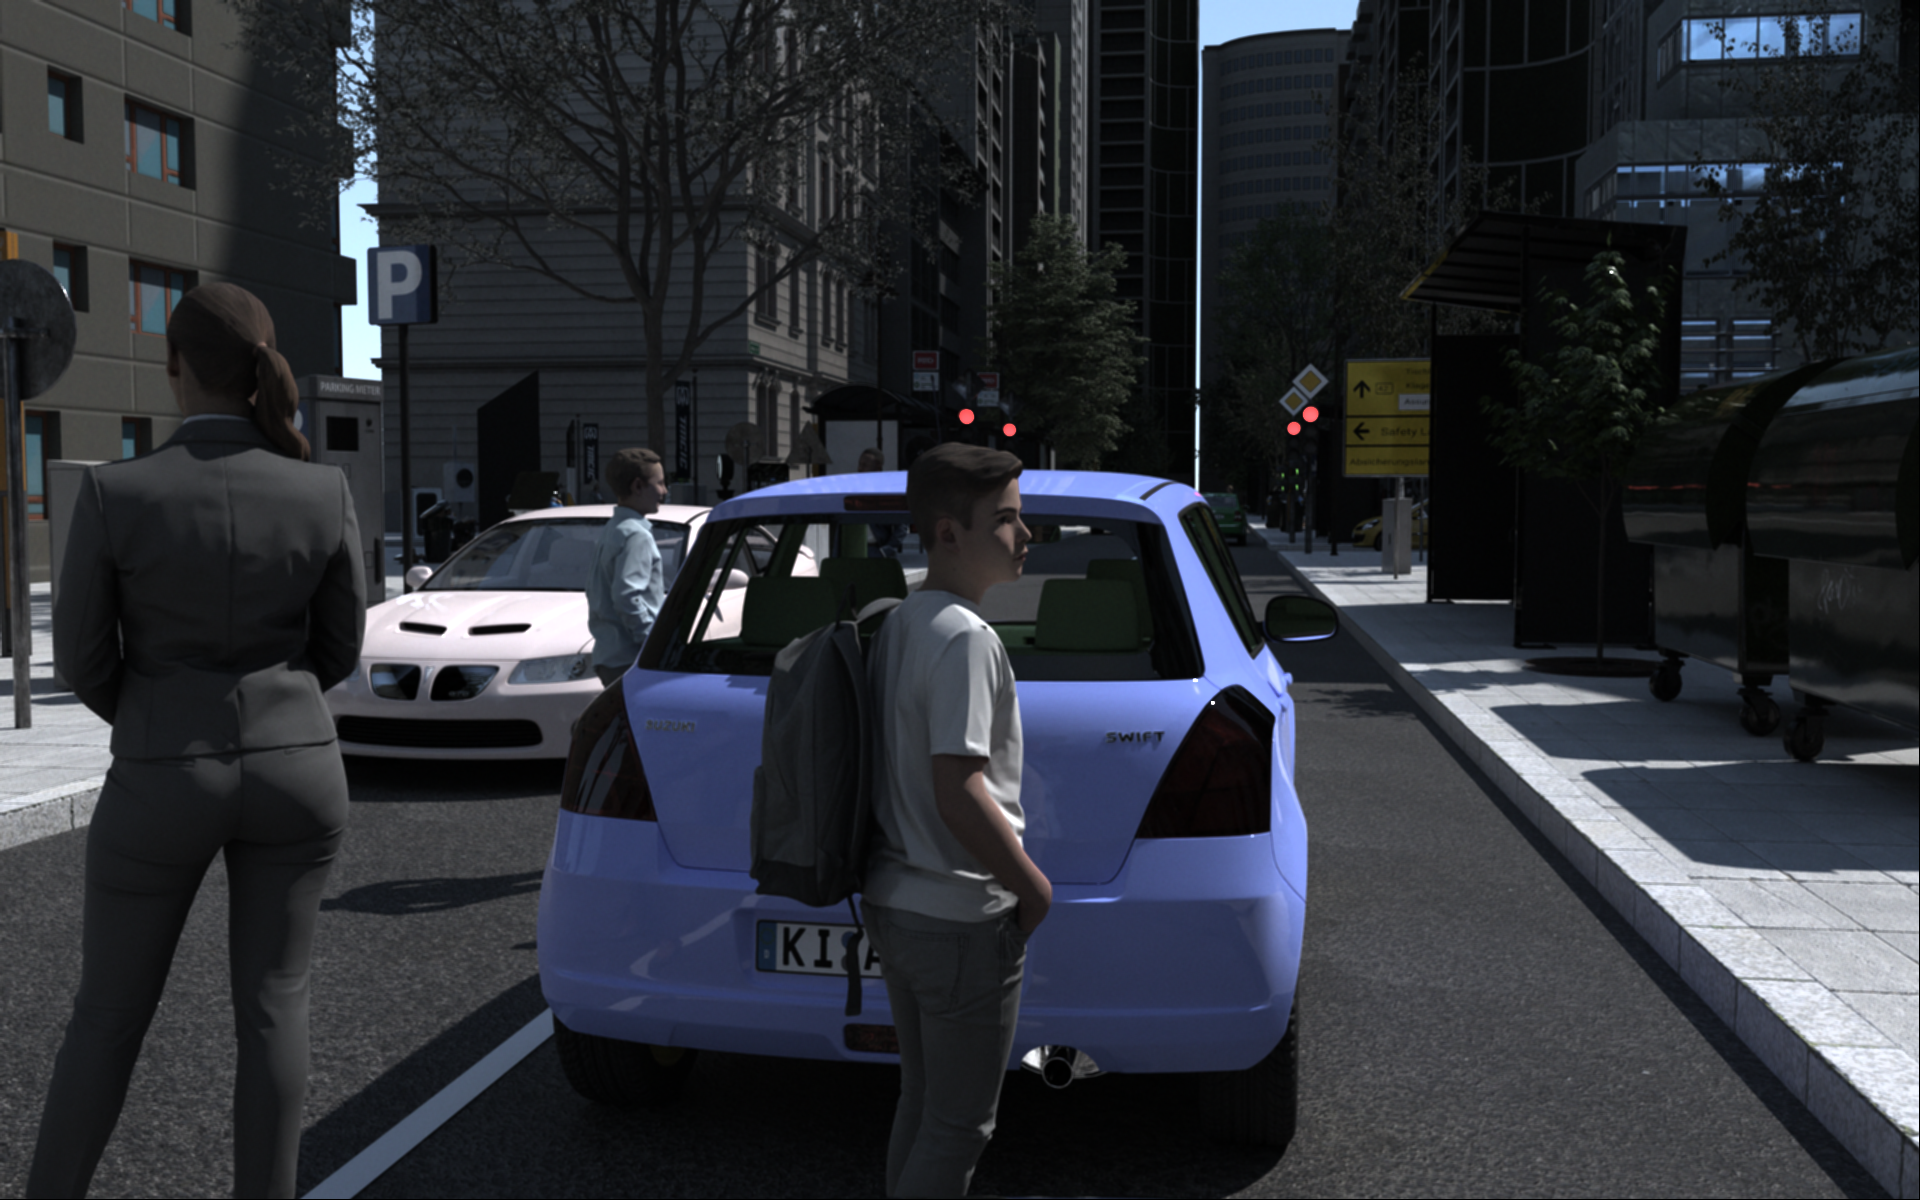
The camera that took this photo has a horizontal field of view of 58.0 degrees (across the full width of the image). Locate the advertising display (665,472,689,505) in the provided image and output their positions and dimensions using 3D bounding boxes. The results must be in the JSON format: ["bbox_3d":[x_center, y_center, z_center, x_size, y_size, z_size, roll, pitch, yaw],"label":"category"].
[{"bbox_3d":[-8.376,-2.783,50.711,0.974,1.923,0.123,-3,5,-40],"label":"advertising display"}]

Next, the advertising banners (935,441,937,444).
[{"bbox_3d":[-1.495,-3.685,56.436,2.074,3.025,0.090,-3,5,-44],"label":"advertising banners"}]

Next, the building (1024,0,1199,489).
[{"bbox_3d":[19.830,-47.872,220.957,20.611,71.187,20.563,1,4,8],"label":"building"}]

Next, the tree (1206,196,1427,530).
[{"bbox_3d":[12.498,-8.310,61.631,9.928,11.665,9.643,0,3,0],"label":"tree"}]

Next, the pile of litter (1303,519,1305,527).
[{"bbox_3d":[13.183,-3.254,67.168,1.719,0.858,1.176,0,4,1],"label":"pile of litter"}]

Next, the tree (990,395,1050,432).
[{"bbox_3d":[3.570,-9.136,99.738,4.360,8.622,3.978,0,3,0],"label":"tree"}]

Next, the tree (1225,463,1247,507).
[{"bbox_3d":[27.757,-11.398,170.071,4.285,4.588,4.351,0,3,0],"label":"tree"}]

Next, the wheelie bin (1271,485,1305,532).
[{"bbox_3d":[11.190,-3.085,58.348,0.980,1.594,0.693,3,4,38],"label":"wheelie bin"}]

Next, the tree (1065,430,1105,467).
[{"bbox_3d":[7.806,-10.137,116.105,4.360,8.622,3.978,0,3,0],"label":"tree"}]

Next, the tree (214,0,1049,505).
[{"bbox_3d":[-3.767,-6.806,21.652,12.009,13.543,11.850,0,3,0],"label":"tree"}]

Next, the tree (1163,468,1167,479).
[{"bbox_3d":[17.505,-10.825,160.699,4.285,4.588,4.351,0,3,0],"label":"tree"}]

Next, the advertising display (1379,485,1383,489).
[{"bbox_3d":[28.498,-6.861,117.397,0.123,1.923,0.974,2,4,28],"label":"advertising display"}]

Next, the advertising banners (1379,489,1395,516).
[{"bbox_3d":[12.560,-3.374,51.354,0.090,3.025,2.074,3,5,44],"label":"advertising banners"}]

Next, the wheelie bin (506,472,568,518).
[{"bbox_3d":[-5.948,-1.008,24.396,0.980,1.594,0.693,1,4,17],"label":"wheelie bin"}]

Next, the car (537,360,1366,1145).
[{"bbox_3d":[0.165,0.267,5.226,1.945,1.707,3.694,1,4,10],"label":"car"}]

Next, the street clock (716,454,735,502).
[{"bbox_3d":[-4.242,-1.637,31.327,0.358,2.002,0.471,-1,4,-20],"label":"street clock"}]

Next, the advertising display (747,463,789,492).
[{"bbox_3d":[-3.959,-1.871,35.810,0.974,1.923,0.123,-3,5,-40],"label":"advertising display"}]

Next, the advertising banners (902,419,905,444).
[{"bbox_3d":[-2.055,-2.580,38.371,2.074,3.025,0.090,2,4,34],"label":"advertising banners"}]

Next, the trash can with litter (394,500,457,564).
[{"bbox_3d":[-9.902,-1.265,32.076,1.055,1.170,0.624,-2,4,-35],"label":"trash can with litter"}]

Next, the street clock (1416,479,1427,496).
[{"bbox_3d":[21.868,-4.745,82.153,0.471,2.002,0.358,0,4,1],"label":"street clock"}]

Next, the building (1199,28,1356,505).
[{"bbox_3d":[44.489,-41.366,218.332,28.212,58.520,21.231,1,4,8],"label":"building"}]

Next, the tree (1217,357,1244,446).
[{"bbox_3d":[12.862,-7.390,71.195,4.360,8.622,3.978,0,3,0],"label":"tree"}]

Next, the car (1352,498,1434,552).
[{"bbox_3d":[11.334,-1.883,41.014,3.980,1.641,2.015,1,4,9],"label":"car"}]

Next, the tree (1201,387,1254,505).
[{"bbox_3d":[31.600,-17.605,194.496,9.857,13.997,8.962,0,3,0],"label":"tree"}]

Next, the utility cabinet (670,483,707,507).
[{"bbox_3d":[-5.635,-1.677,36.097,0.318,1.500,1.173,1,4,15],"label":"utility cabinet"}]

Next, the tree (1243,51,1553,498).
[{"bbox_3d":[7.621,-4.826,29.267,4.360,8.622,3.978,0,3,0],"label":"tree"}]

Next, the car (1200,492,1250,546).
[{"bbox_3d":[7.256,-2.476,49.279,1.959,1.807,4.718,1,4,9],"label":"car"}]

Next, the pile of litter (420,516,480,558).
[{"bbox_3d":[-9.905,-1.231,34.096,1.719,0.858,1.176,3,5,43],"label":"pile of litter"}]

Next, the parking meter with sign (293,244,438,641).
[{"bbox_3d":[-4.235,-0.932,11.500,0.543,3.016,1.738,1,4,22],"label":"parking meter with sign"}]

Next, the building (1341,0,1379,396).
[{"bbox_3d":[45.928,-32.675,153.845,23.786,49.044,30.456,1,4,8],"label":"building"}]

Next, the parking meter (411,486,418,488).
[{"bbox_3d":[-16.506,-2.693,52.439,0.372,1.533,0.369,0,3,0],"label":"parking meter"}]

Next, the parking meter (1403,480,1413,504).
[{"bbox_3d":[18.075,-3.932,70.004,0.399,1.863,0.255,0,4,-8],"label":"parking meter"}]

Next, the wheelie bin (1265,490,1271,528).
[{"bbox_3d":[11.895,-3.495,65.055,0.693,1.594,0.980,2,4,34],"label":"wheelie bin"}]

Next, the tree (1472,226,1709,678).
[{"bbox_3d":[4.781,-1.099,12.572,1.663,3.219,1.824,0,3,0],"label":"tree"}]

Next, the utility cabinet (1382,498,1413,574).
[{"bbox_3d":[7.082,-1.037,28.122,0.306,1.237,1.020,0,4,3],"label":"utility cabinet"}]

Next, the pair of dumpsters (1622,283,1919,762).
[{"bbox_3d":[4.610,-0.374,8.607,1.574,2.255,4.437,1,4,8],"label":"pair of dumpsters"}]

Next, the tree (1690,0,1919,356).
[{"bbox_3d":[12.272,-4.522,24.301,4.360,8.622,3.978,0,3,0],"label":"tree"}]

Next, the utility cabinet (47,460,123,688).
[{"bbox_3d":[-5.643,-0.190,11.779,0.318,1.500,1.173,1,4,10],"label":"utility cabinet"}]

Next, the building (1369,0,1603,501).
[{"bbox_3d":[40.058,-42.203,128.272,20.563,71.187,20.611,1,4,8],"label":"building"}]

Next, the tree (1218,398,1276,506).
[{"bbox_3d":[29.876,-15.868,177.563,7.486,12.596,7.792,0,3,0],"label":"tree"}]

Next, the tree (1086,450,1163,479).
[{"bbox_3d":[9.105,-7.267,102.523,4.285,4.588,4.351,0,3,0],"label":"tree"}]

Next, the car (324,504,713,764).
[{"bbox_3d":[-2.133,0.111,10.555,2.083,1.381,4.827,1,4,10],"label":"car"}]

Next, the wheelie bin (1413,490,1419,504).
[{"bbox_3d":[22.432,-4.782,86.095,0.693,1.594,0.980,1,4,10],"label":"wheelie bin"}]

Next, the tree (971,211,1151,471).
[{"bbox_3d":[3.943,-9.323,70.558,7.486,12.596,7.792,0,3,0],"label":"tree"}]

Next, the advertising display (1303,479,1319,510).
[{"bbox_3d":[14.981,-4.214,74.108,0.974,1.923,0.123,-1,4,-22],"label":"advertising display"}]

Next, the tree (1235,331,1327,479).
[{"bbox_3d":[14.681,-7.779,77.545,4.737,8.622,4.395,0,3,0],"label":"tree"}]

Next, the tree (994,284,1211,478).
[{"bbox_3d":[6.179,-10.582,90.016,9.611,12.733,9.660,0,3,0],"label":"tree"}]

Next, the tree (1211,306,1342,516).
[{"bbox_3d":[18.164,-11.397,103.348,9.611,12.733,9.660,0,3,0],"label":"tree"}]

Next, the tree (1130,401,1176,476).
[{"bbox_3d":[12.948,-10.809,127.089,4.737,8.622,4.395,0,3,0],"label":"tree"}]
